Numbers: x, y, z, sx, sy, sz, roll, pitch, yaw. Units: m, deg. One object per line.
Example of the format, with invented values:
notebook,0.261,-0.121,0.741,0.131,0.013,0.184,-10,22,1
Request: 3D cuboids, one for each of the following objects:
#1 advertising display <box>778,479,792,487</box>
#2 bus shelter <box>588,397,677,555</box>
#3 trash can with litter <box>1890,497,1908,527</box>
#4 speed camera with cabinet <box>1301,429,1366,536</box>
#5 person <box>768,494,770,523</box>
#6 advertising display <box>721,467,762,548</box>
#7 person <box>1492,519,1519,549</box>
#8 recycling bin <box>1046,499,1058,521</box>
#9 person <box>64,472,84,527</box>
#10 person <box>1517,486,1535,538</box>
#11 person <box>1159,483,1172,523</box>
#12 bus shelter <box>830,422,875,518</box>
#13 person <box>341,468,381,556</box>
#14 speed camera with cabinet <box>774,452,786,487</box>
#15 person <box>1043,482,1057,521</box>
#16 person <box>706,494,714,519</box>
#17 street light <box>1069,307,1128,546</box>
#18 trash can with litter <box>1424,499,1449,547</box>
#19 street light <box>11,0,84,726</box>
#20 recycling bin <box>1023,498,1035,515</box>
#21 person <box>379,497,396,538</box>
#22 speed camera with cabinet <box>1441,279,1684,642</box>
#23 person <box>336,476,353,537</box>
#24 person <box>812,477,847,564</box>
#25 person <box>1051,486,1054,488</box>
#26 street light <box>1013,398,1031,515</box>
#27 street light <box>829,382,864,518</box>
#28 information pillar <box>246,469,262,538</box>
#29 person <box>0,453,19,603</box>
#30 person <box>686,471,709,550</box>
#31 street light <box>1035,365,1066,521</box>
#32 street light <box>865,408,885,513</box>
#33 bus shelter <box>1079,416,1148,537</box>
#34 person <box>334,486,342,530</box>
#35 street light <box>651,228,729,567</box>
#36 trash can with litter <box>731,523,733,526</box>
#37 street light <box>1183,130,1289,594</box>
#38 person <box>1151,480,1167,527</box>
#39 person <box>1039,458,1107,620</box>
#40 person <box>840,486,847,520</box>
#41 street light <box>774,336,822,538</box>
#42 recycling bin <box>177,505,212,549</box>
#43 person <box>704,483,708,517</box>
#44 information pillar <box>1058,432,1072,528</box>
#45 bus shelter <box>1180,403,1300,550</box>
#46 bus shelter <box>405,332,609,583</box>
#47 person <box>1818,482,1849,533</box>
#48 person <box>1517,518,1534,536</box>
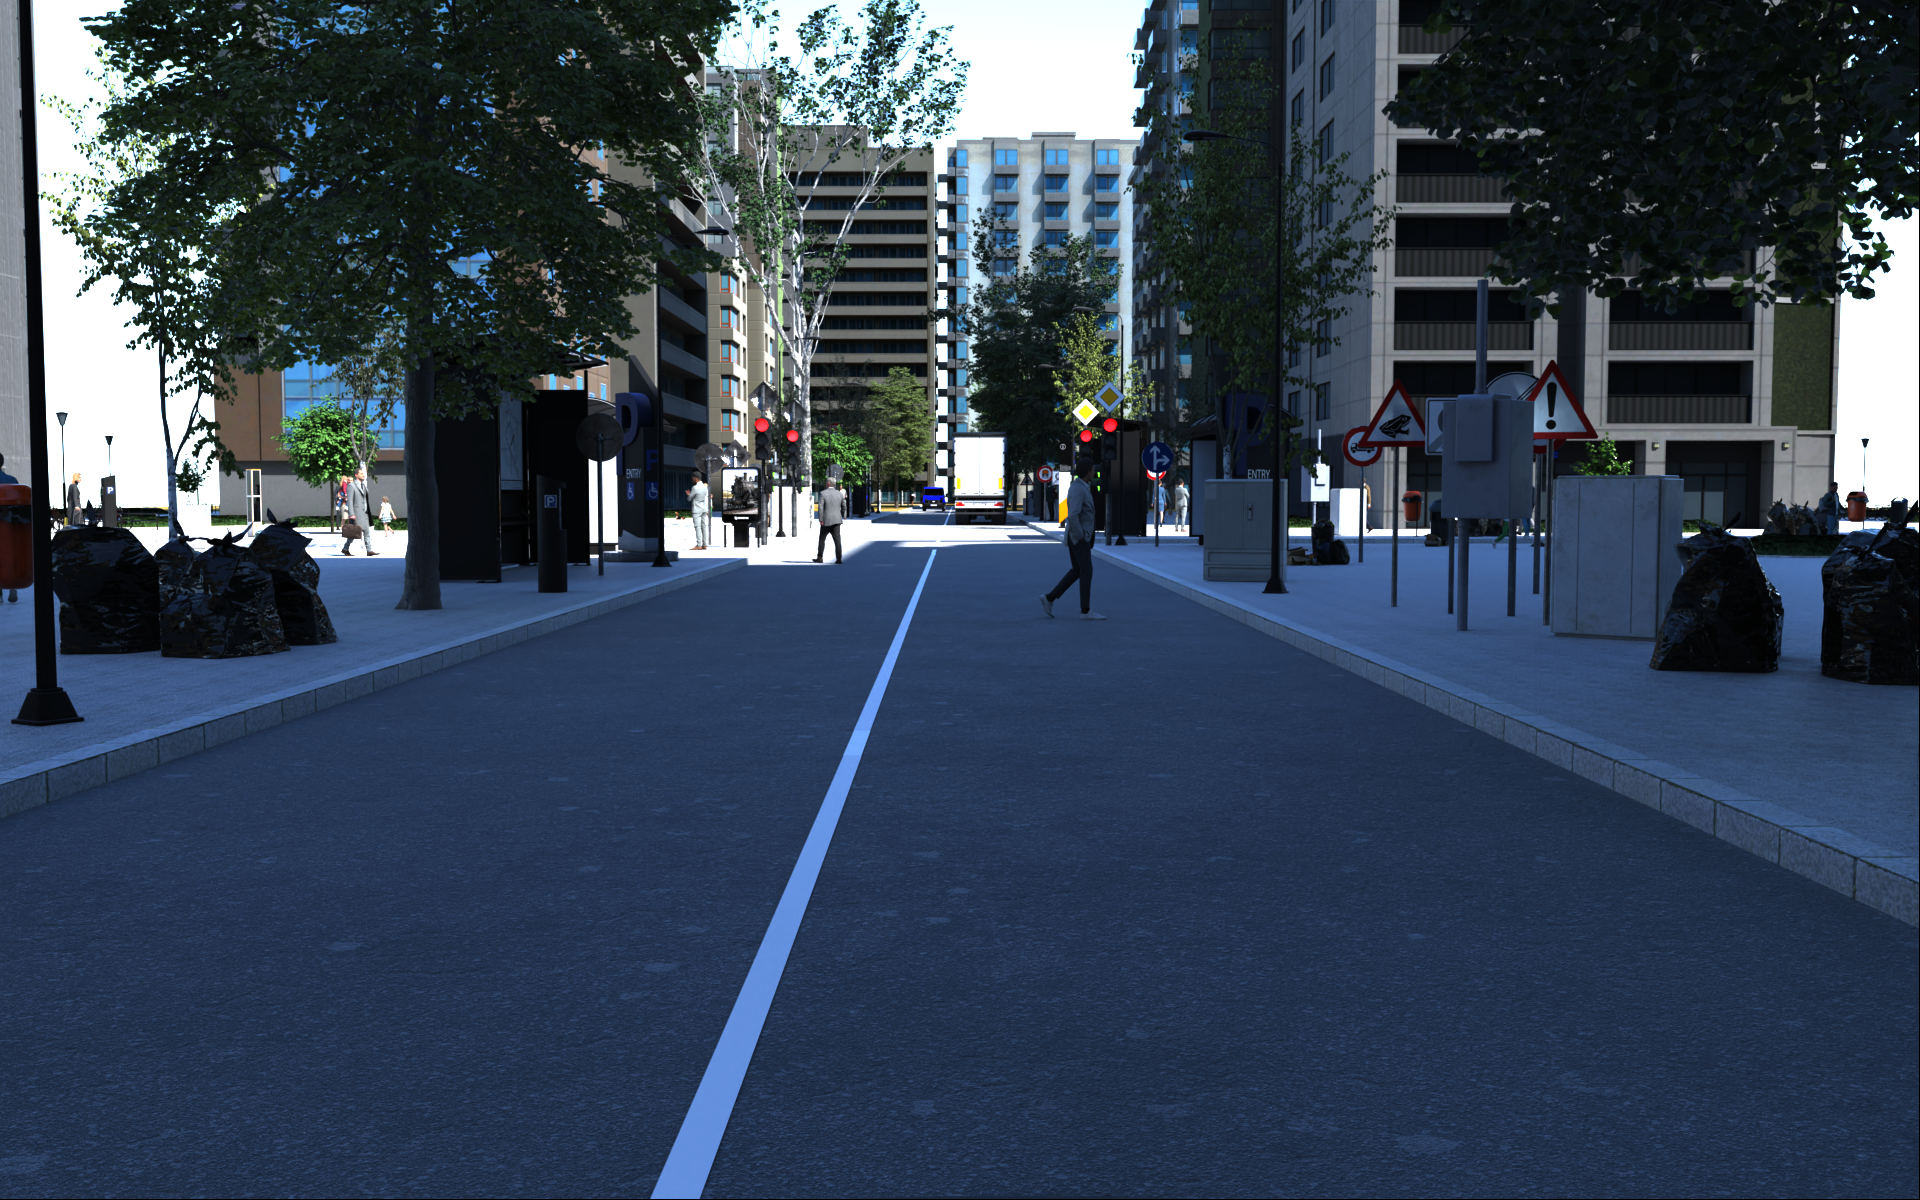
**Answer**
advertising display,-7.514,-4.254,74.766,0.123,1.923,0.974,-3,5,-44
bus shelter,-7.808,-2.754,38.957,2.014,3.302,5.546,0,3,0
trash can with litter,23.263,-1.907,42.231,2.233,1.210,1.678,-2,4,-23
speed camera with cabinet,11.557,-3.620,53.516,2.038,3.252,0.660,-1,4,-22
person,-6.355,-2.915,57.977,0.475,1.303,0.640,1,4,17
advertising display,-5.216,-2.209,41.328,0.974,1.923,0.123,1,4,14
person,12.695,-1.834,40.281,0.590,1.304,0.306,2,4,34
recycling bin,4.403,-4.270,82.365,0.722,1.027,0.722,1,4,17
person,-20.752,-2.094,40.497,0.699,1.804,1.509,-1,4,-14
person,16.401,-2.707,50.290,0.794,1.824,0.713,0,4,-1
person,8.971,-4.251,76.039,0.782,1.767,0.515,3,4,37
bus shelter,-6.162,-7.420,98.949,2.179,5.291,8.768,0,3,0
person,-12.334,-1.801,35.597,0.767,1.812,0.694,1,4,14
speed camera with cabinet,-8.504,-5.251,80.183,0.660,3.252,2.038,0,4,6
person,4.208,-4.650,81.438,0.648,1.900,0.474,-3,5,-40
person,-12.969,-4.856,89.692,0.306,1.304,0.590,3,5,43
street light,3.485,-4.317,43.117,1.470,5.913,1.316,0,3,0
trash can with litter,11.790,-1.907,42.559,0.624,1.170,1.055,2,4,30
street light,-4.588,-2.264,9.553,1.470,5.913,1.316,0,3,0
recycling bin,4.319,-5.762,106.766,0.722,1.027,0.722,-1,4,-16
person,-16.775,-2.423,50.678,0.382,1.210,0.505,1,4,18
speed camera with cabinet,5.471,-1.311,15.778,2.038,3.252,0.660,3,5,40
person,-18.271,-2.788,51.596,0.573,1.828,0.580,0,4,1
person,-2.712,-1.644,35.783,0.661,1.777,0.834,-3,4,-39
person,6.358,-6.822,117.392,0.447,1.846,0.655,3,5,43
street light,3.430,-6.787,83.501,1.470,5.913,1.316,0,3,0
street light,-4.875,-6.080,71.941,1.470,5.913,1.316,0,3,0
information pillar,-20.868,-2.857,51.201,0.304,2.012,0.304,3,4,38
person,-11.189,-0.844,20.187,0.601,1.785,0.444,-3,5,-43
person,-6.048,-2.050,39.743,0.466,1.800,0.511,1,4,13
street light,3.514,-5.486,62.234,1.470,5.913,1.316,0,3,0
street light,-4.806,-7.388,93.333,1.470,5.913,1.316,0,3,0
bus shelter,4.853,-3.895,54.964,1.731,3.624,6.357,0,3,0
person,-21.918,-3.435,61.568,0.474,1.900,0.648,3,5,42
street light,-4.728,-3.538,30.389,1.470,5.913,1.316,0,3,0
trash can with litter,-8.752,-3.561,69.617,0.624,1.170,1.055,1,4,21
street light,3.547,-3.042,22.281,1.470,5.913,1.316,0,3,0
person,7.647,-3.704,66.619,0.581,1.822,0.654,1,4,10
person,1.290,-0.701,19.815,0.795,1.843,0.661,1,4,9
person,-5.855,-4.874,85.927,0.606,1.804,0.583,-1,4,-20
street light,-4.757,-4.799,51.004,1.470,5.913,1.316,0,3,0
recycling bin,-18.004,-1.714,40.578,0.722,1.027,0.722,-1,4,-10
person,-12.237,-4.718,83.400,0.641,1.798,0.478,-3,5,-40
information pillar,3.954,-4.514,65.161,0.504,3.616,0.183,0,4,6
bus shelter,6.527,-2.867,40.805,2.014,3.302,5.546,0,3,0
bus shelter,-7.142,-2.244,27.973,1.731,3.624,6.357,0,3,0
person,24.605,-2.446,48.840,0.623,1.781,0.721,-3,5,-43
person,17.560,-2.898,53.706,0.850,1.792,0.678,2,4,24
